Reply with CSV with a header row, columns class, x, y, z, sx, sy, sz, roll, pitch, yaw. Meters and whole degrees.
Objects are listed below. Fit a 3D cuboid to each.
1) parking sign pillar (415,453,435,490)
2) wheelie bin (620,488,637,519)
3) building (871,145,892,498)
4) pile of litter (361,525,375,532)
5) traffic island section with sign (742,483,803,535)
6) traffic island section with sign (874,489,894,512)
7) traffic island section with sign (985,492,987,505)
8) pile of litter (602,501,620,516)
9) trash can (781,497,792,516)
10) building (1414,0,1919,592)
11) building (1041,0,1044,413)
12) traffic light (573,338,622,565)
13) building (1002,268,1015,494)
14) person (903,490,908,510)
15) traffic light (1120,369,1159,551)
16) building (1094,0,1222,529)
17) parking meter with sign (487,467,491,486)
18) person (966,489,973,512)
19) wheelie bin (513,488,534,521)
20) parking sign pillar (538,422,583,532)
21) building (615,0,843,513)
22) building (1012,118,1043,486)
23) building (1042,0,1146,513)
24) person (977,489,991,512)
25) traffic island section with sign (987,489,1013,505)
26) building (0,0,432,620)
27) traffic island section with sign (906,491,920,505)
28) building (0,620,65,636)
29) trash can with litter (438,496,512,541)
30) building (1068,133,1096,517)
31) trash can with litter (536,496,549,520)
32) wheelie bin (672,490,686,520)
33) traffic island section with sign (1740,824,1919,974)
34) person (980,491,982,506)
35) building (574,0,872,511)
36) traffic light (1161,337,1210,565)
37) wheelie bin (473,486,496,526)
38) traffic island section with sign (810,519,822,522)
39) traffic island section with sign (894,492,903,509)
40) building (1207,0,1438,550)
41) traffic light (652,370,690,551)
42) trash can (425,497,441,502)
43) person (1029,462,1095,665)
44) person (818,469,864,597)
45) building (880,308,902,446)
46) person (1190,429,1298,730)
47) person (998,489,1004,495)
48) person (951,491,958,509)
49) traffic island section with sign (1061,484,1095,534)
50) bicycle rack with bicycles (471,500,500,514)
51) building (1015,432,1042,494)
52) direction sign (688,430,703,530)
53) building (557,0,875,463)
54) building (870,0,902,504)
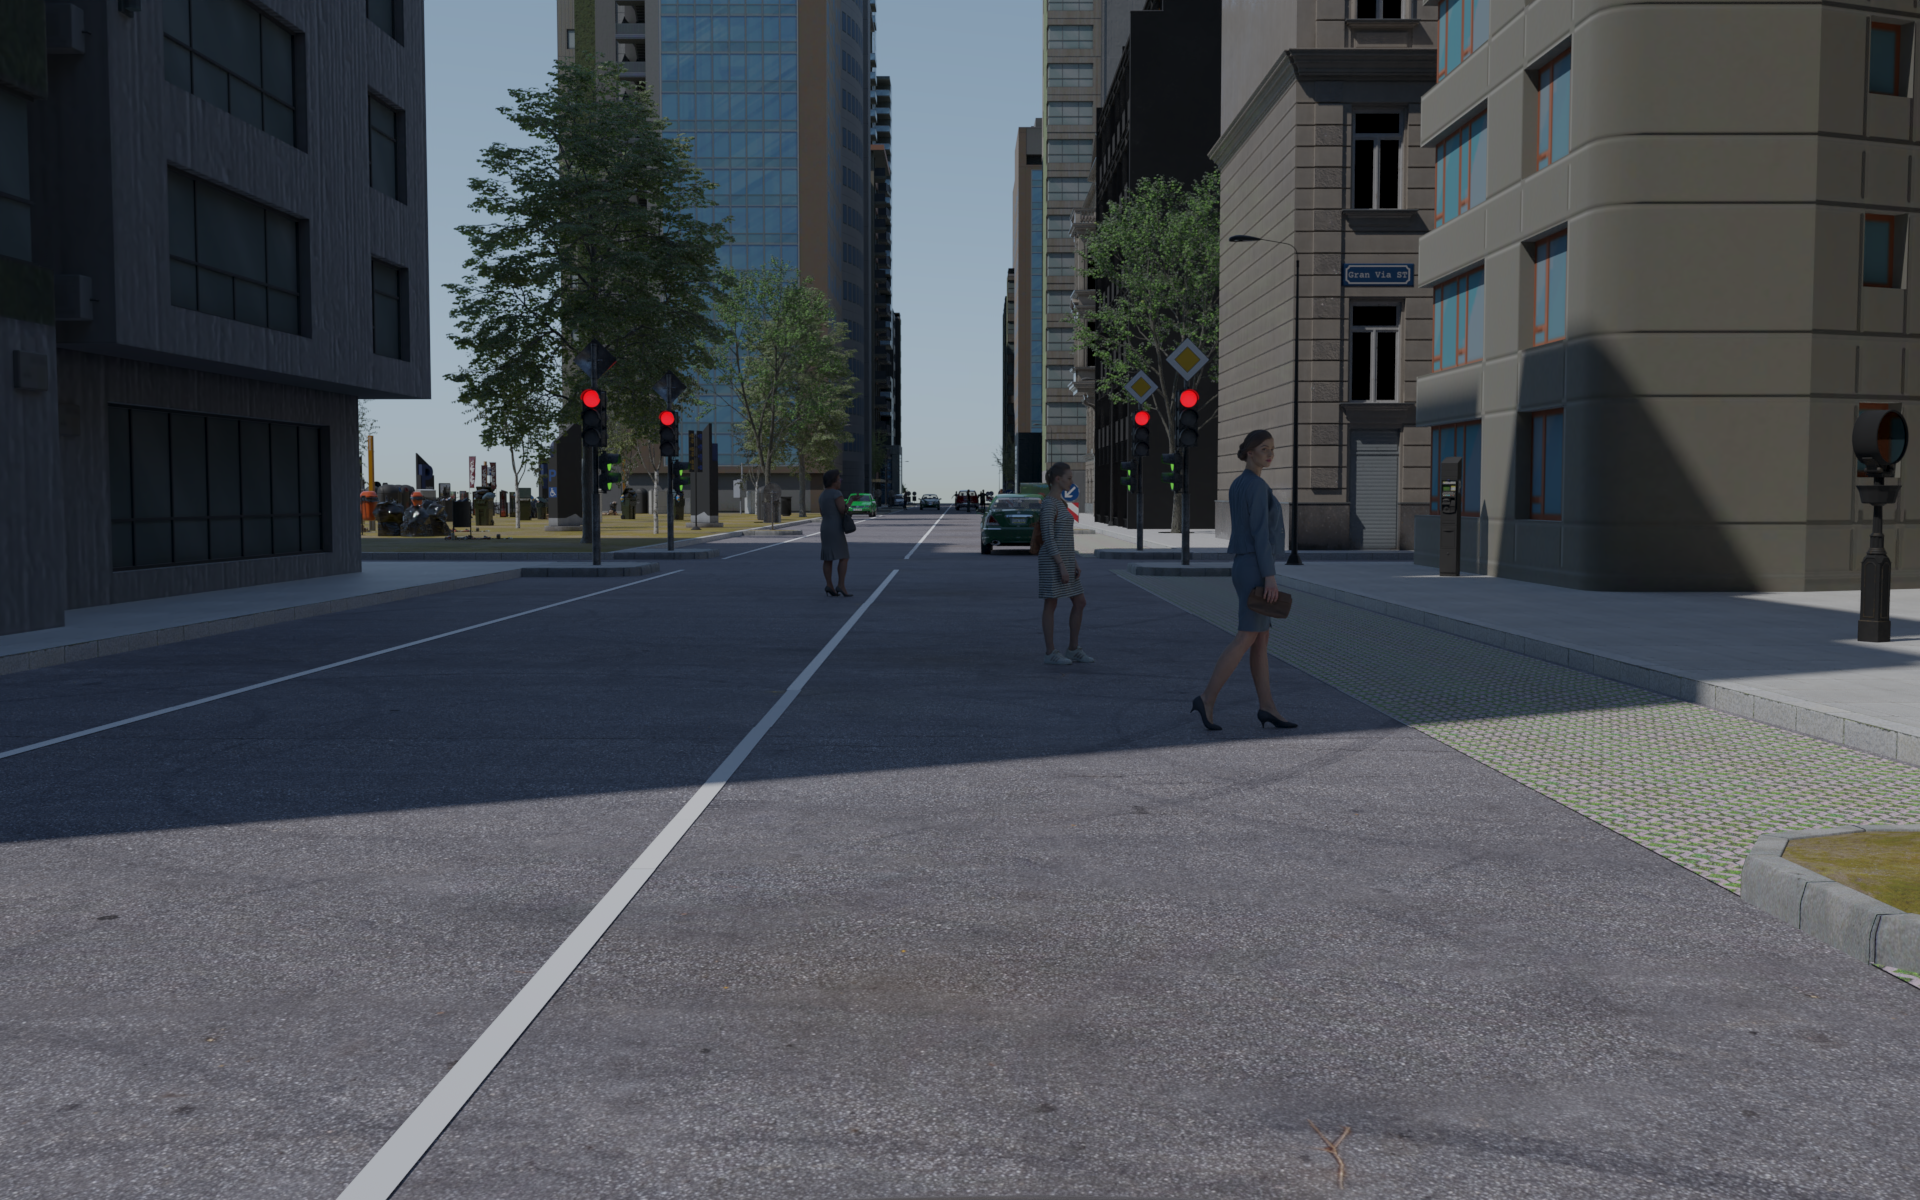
class,x,y,z,sx,sy,sz,roll,pitch,yaw
parking sign pillar,-35.149,-7.668,113.845,1.447,3.967,1.447,2,4,24
wheelie bin,-16.770,-4.887,87.804,0.693,1.594,0.980,2,4,25
building,-19.807,-34.112,212.355,22.147,44.769,28.867,0,3,0
pile of litter,-20.544,-2.722,58.467,1.719,0.858,1.176,2,4,34
traffic island section with sign,-6.578,-3.201,60.966,1.989,1.847,2.006,0,3,0
traffic island section with sign,-6.536,-7.977,139.051,1.989,1.847,2.006,0,3,0
traffic island section with sign,3.897,-13.045,221.913,1.989,1.847,2.006,0,3,0
pile of litter,-20.974,-5.491,103.742,1.176,0.858,1.719,-2,4,-26
trash can,-10.103,-5.444,100.654,0.748,1.137,0.748,0,3,0
building,22.101,-10.489,16.534,27.650,21.520,28.899,0,3,0
building,20.823,-33.953,144.370,28.713,52.752,27.495,0,3,0
traffic light,-6.552,-2.586,31.202,0.839,4.253,0.868,0,3,0
building,12.917,-27.525,221.736,14.160,30.474,14.107,0,3,0
person,-4.785,-8.959,155.508,0.750,1.759,0.617,3,5,44
traffic light,4.064,-3.075,39.197,0.839,4.253,0.868,0,3,0
building,12.260,-14.715,70.261,12.332,23.373,15.834,0,3,0
parking meter with sign,-30.747,-7.126,112.769,0.543,3.016,1.738,-2,4,-27
person,0.706,-7.776,135.644,0.705,1.822,1.348,1,4,16
wheelie bin,-21.140,-4.651,83.956,0.980,1.594,0.693,-1,4,-13
parking sign pillar,-13.647,-4.366,59.854,1.447,3.967,1.447,2,4,28
building,-15.765,-28.889,122.453,14.600,45.320,14.200,0,3,0
building,13.613,-34.052,206.868,14.600,45.320,14.200,0,3,0
building,12.880,-26.927,123.857,14.154,41.232,14.086,0,3,0
person,1.906,-8.068,140.544,1.348,1.807,0.705,2,4,28
traffic island section with sign,3.854,-9.645,166.322,1.989,1.847,2.006,0,3,0
building,-15.828,-15.459,24.459,14.107,30.474,14.160,0,3,0
traffic island section with sign,-6.482,-12.992,221.048,1.989,1.847,2.006,0,3,0
building,-15.689,-14.513,8.994,14.160,30.474,14.107,0,3,0
trash can with litter,-13.650,-2.316,48.924,2.233,1.210,1.678,-3,4,-36
building,13.348,-16.947,96.166,14.460,24.649,34.723,0,3,0
trash can with litter,-20.677,-4.600,86.593,1.055,1.170,0.624,1,4,21
wheelie bin,-13.967,-4.746,85.497,0.693,1.594,0.980,-3,4,-37
traffic island section with sign,3.759,0.182,5.657,1.989,1.847,2.006,0,3,0
person,2.618,-12.518,213.188,0.705,1.822,1.348,-2,4,-32
building,-18.602,-36.772,143.219,21.231,58.520,28.212,0,3,0
traffic light,4.060,-2.587,31.212,0.839,4.253,0.868,0,3,0
wheelie bin,-19.227,-3.799,70.028,0.980,1.594,0.693,0,4,7
traffic island section with sign,-6.560,-4.871,88.275,1.989,1.847,2.006,0,3,0
traffic island section with sign,-6.516,-9.646,166.338,1.989,1.847,2.006,0,3,0
building,19.599,-15.104,44.209,25.104,27.353,12.463,0,3,0
traffic light,-6.547,-3.074,39.187,0.839,4.253,0.868,0,3,0
trash can,-23.845,-4.080,78.369,0.748,1.137,0.748,0,3,0
person,0.830,-0.312,14.598,0.522,1.701,0.512,1,4,20
person,-1.644,-0.941,24.241,0.532,1.782,0.716,-3,4,-39
building,-16.219,-30.182,265.179,14.160,30.474,14.107,0,3,0
person,1.740,-0.124,10.546,0.654,1.822,0.581,1,4,9
person,2.863,-6.854,120.699,1.348,1.807,0.705,-2,4,-25
person,-0.302,-9.709,168.026,1.217,1.735,0.721,2,4,25
traffic island section with sign,3.794,-3.274,62.155,1.989,1.847,2.006,0,3,0
bicycle rack with bicycles,-29.870,-5.860,109.190,2.925,0.926,2.852,-2,4,-31
building,17.220,-52.632,173.206,22.319,86.520,31.000,0,3,0
direction sign,-9.420,-4.266,61.739,0.379,3.537,0.876,2,4,24
building,-23.307,-35.618,171.588,28.713,52.752,27.495,0,3,0
building,-19.087,-56.776,240.958,22.319,86.520,31.000,0,3,0
